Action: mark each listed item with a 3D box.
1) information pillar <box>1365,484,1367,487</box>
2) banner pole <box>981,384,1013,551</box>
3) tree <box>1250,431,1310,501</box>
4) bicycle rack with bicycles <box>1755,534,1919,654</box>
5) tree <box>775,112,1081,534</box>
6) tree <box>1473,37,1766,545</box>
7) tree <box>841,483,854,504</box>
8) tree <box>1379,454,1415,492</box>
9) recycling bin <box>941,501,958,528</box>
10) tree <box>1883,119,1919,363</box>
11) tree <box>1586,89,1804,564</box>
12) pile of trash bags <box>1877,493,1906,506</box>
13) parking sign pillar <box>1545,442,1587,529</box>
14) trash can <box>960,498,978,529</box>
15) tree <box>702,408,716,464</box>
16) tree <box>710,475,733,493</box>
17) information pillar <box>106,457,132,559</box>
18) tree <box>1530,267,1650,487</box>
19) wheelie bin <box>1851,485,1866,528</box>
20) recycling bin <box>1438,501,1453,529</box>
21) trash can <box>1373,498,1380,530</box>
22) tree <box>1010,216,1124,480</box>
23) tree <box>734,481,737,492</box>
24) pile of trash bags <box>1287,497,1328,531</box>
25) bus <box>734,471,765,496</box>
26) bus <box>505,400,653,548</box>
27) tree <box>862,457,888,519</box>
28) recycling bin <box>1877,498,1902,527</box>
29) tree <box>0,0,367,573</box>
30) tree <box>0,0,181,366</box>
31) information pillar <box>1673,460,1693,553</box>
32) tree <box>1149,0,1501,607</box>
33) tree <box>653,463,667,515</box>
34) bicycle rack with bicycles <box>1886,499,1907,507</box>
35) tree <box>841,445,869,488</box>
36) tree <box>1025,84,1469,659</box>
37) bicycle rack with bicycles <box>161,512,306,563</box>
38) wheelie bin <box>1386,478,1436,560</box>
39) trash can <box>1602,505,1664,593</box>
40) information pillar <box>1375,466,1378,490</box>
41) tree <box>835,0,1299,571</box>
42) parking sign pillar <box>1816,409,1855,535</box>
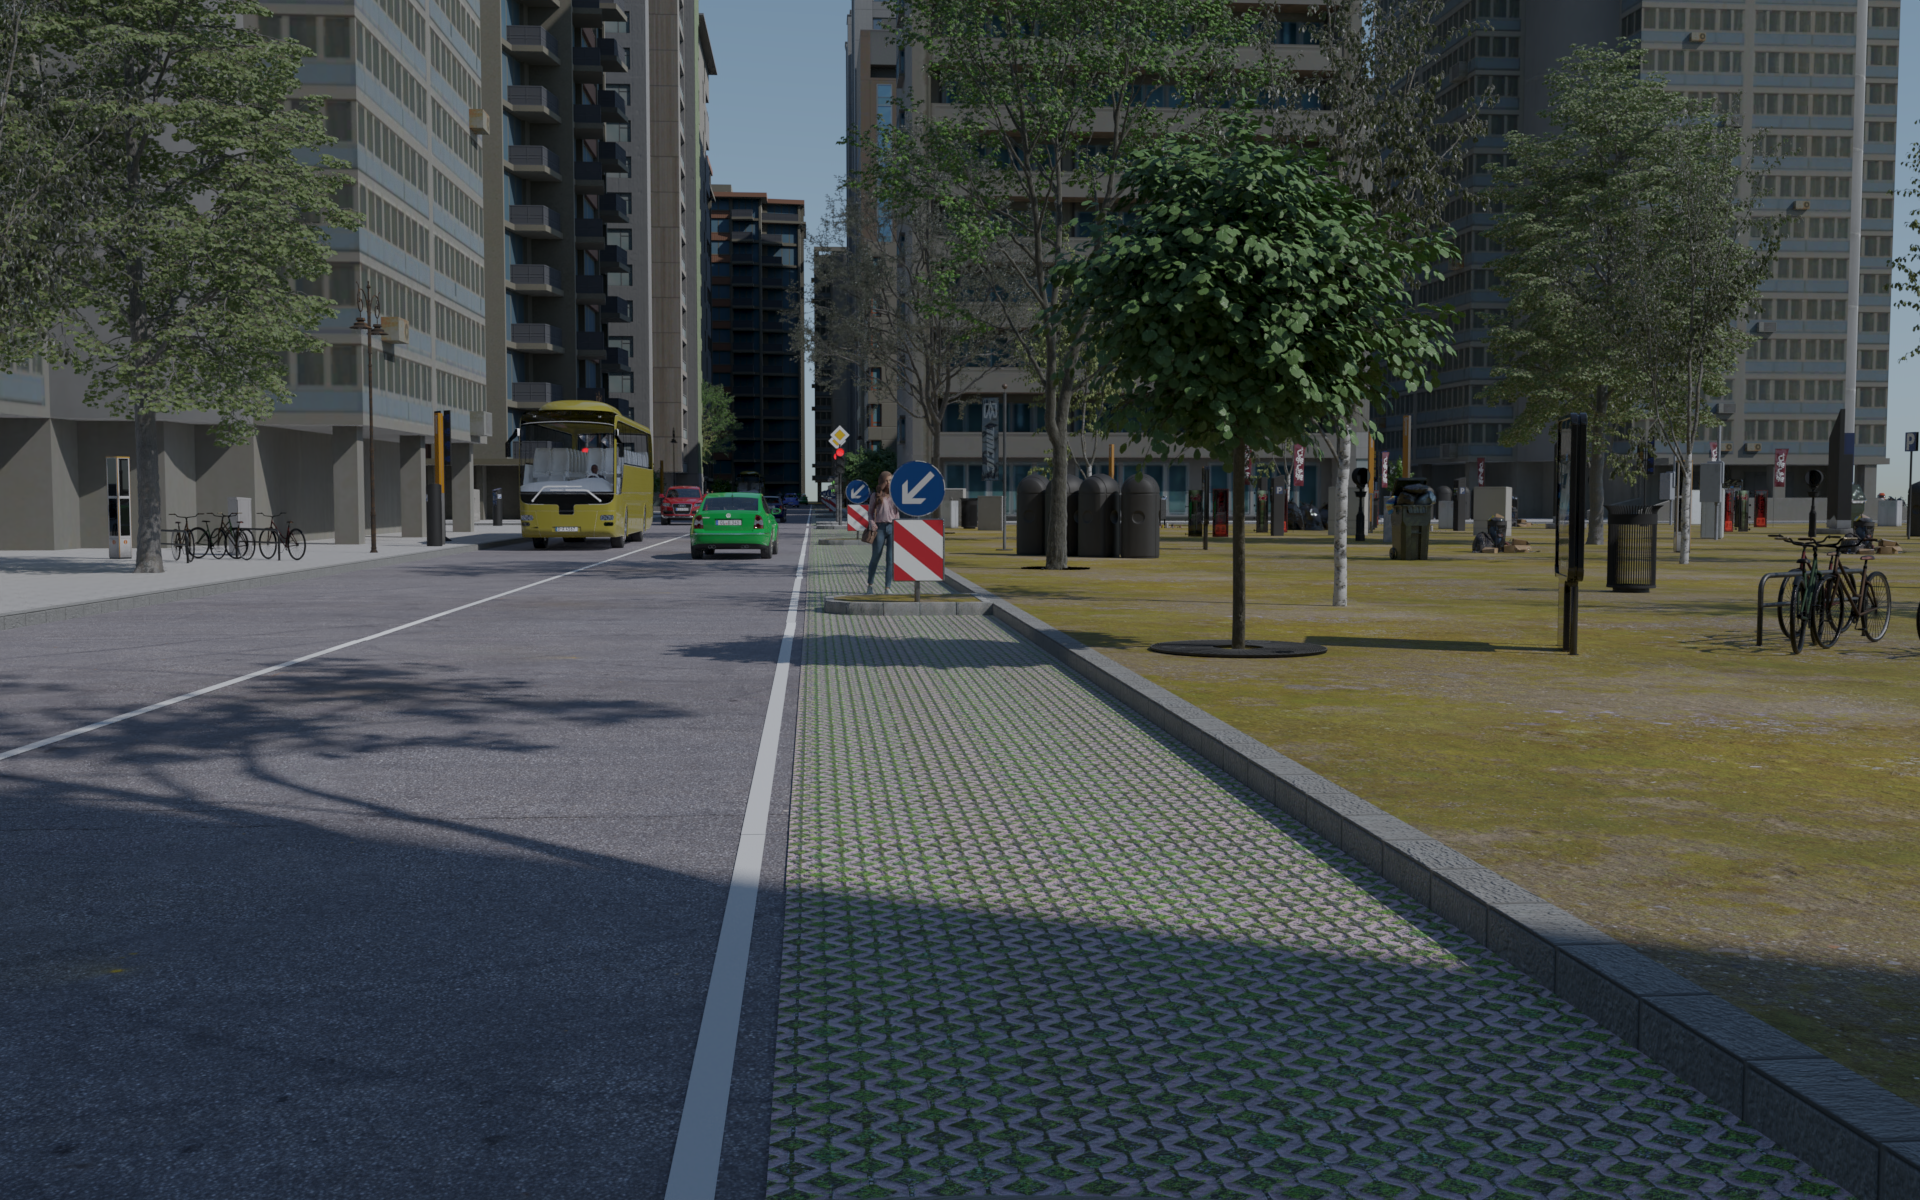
[{"bbox_3d":[35.237,-9.713,150.157,0.504,3.616,0.183,0,4,4],"label":"information pillar"},{"bbox_3d":[0.825,-3.024,39.466,0.863,3.779,0.401,3,4,36],"label":"banner pole"},{"bbox_3d":[12.916,-7.229,68.562,4.737,8.622,4.395,0,3,0],"label":"tree"},{"bbox_3d":[7.759,-0.062,14.390,2.925,0.926,2.852,-2,4,-35],"label":"bicycle rack with bicycles"},{"bbox_3d":[-0.805,-8.890,55.717,12.009,13.543,11.850,0,3,0],"label":"tree"},{"bbox_3d":[16.538,-7.682,43.727,7.486,12.596,7.792,0,3,0],"label":"tree"},{"bbox_3d":[-9.342,-9.559,150.885,1.663,3.219,1.824,0,3,0],"label":"tree"},{"bbox_3d":[22.617,-5.760,88.776,1.663,3.219,1.824,0,3,0],"label":"tree"},{"bbox_3d":[-0.514,-3.233,65.417,0.722,1.027,0.722,1,4,20],"label":"recycling bin"},{"bbox_3d":[18.703,-4.952,31.322,4.737,8.622,4.395,0,3,0],"label":"tree"},{"bbox_3d":[13.192,-4.980,31.790,4.360,8.622,3.978,0,3,0],"label":"tree"},{"bbox_3d":[65.500,-6.887,122.357,1.912,1.369,3.447,1,4,12],"label":"pile of trash bags"},{"bbox_3d":[22.369,-4.609,63.822,1.447,3.967,1.447,0,4,-7],"label":"parking sign pillar"},{"bbox_3d":[0.348,-3.197,63.922,0.748,1.137,0.748,0,3,0],"label":"trash can"},{"bbox_3d":[-21.784,-11.635,140.596,4.737,8.622,4.395,0,3,0],"label":"tree"},{"bbox_3d":[-24.521,-11.119,176.394,1.663,3.219,1.824,0,3,0],"label":"tree"},{"bbox_3d":[-16.581,-1.814,34.152,0.304,2.012,0.304,1,4,22],"label":"information pillar"},{"bbox_3d":[20.152,-6.396,54.943,4.737,8.622,4.395,0,3,0],"label":"tree"},{"bbox_3d":[29.439,-3.021,57.304,0.980,1.594,0.693,-1,4,-12],"label":"wheelie bin"},{"bbox_3d":[18.010,-3.120,63.567,0.722,1.027,0.722,2,4,32],"label":"recycling bin"},{"bbox_3d":[14.703,-3.096,62.269,0.748,1.137,0.748,0,3,0],"label":"trash can"},{"bbox_3d":[3.403,-5.879,46.478,4.737,8.622,4.395,0,3,0],"label":"tree"},{"bbox_3d":[-26.056,-12.208,194.199,1.663,3.219,1.824,0,3,0],"label":"tree"},{"bbox_3d":[12.849,-3.155,61.330,1.912,1.369,3.447,-2,4,-31],"label":"pile of trash bags"},{"bbox_3d":[-22.880,-12.107,189.491,2.896,3.916,12.252,0,4,-4],"label":"bus"},{"bbox_3d":[-10.425,-3.517,49.057,2.896,3.916,12.252,0,4,-6],"label":"bus"},{"bbox_3d":[-4.341,-5.844,90.158,1.663,3.219,1.824,0,3,0],"label":"tree"},{"bbox_3d":[36.863,-3.432,68.662,0.722,1.027,0.722,3,5,42],"label":"recycling bin"},{"bbox_3d":[-13.591,-6.727,28.107,7.486,12.596,7.792,0,3,0],"label":"tree"},{"bbox_3d":[-11.414,-4.253,19.903,4.360,8.622,3.978,0,3,0],"label":"tree"},{"bbox_3d":[15.798,-2.040,37.850,0.304,2.012,0.304,1,4,12],"label":"information pillar"},{"bbox_3d":[4.323,-4.247,19.803,4.360,8.622,3.978,0,3,0],"label":"tree"},{"bbox_3d":[-19.082,-6.918,107.708,1.663,3.219,1.824,0,3,0],"label":"tree"},{"bbox_3d":[62.733,-6.305,116.465,2.925,0.926,2.852,0,4,4],"label":"bicycle rack with bicycles"},{"bbox_3d":[-4.889,-7.486,106.112,4.285,4.588,4.351,0,3,0],"label":"tree"},{"bbox_3d":[2.228,-1.861,14.135,4.285,4.588,4.351,0,3,0],"label":"tree"},{"bbox_3d":[-14.384,-1.229,33.472,2.925,0.926,2.852,3,5,43],"label":"bicycle rack with bicycles"},{"bbox_3d":[8.825,-1.582,33.781,0.980,1.594,0.693,-1,4,-8],"label":"wheelie bin"},{"bbox_3d":[8.788,-0.673,22.652,0.748,1.137,0.748,0,3,0],"label":"trash can"},{"bbox_3d":[28.458,-7.763,118.284,0.183,3.616,0.504,-2,4,-26],"label":"information pillar"},{"bbox_3d":[1.674,-6.311,28.940,9.928,11.665,9.643,0,3,0],"label":"tree"},{"bbox_3d":[28.134,-4.091,55.356,1.447,3.967,1.447,1,4,13],"label":"parking sign pillar"}]
